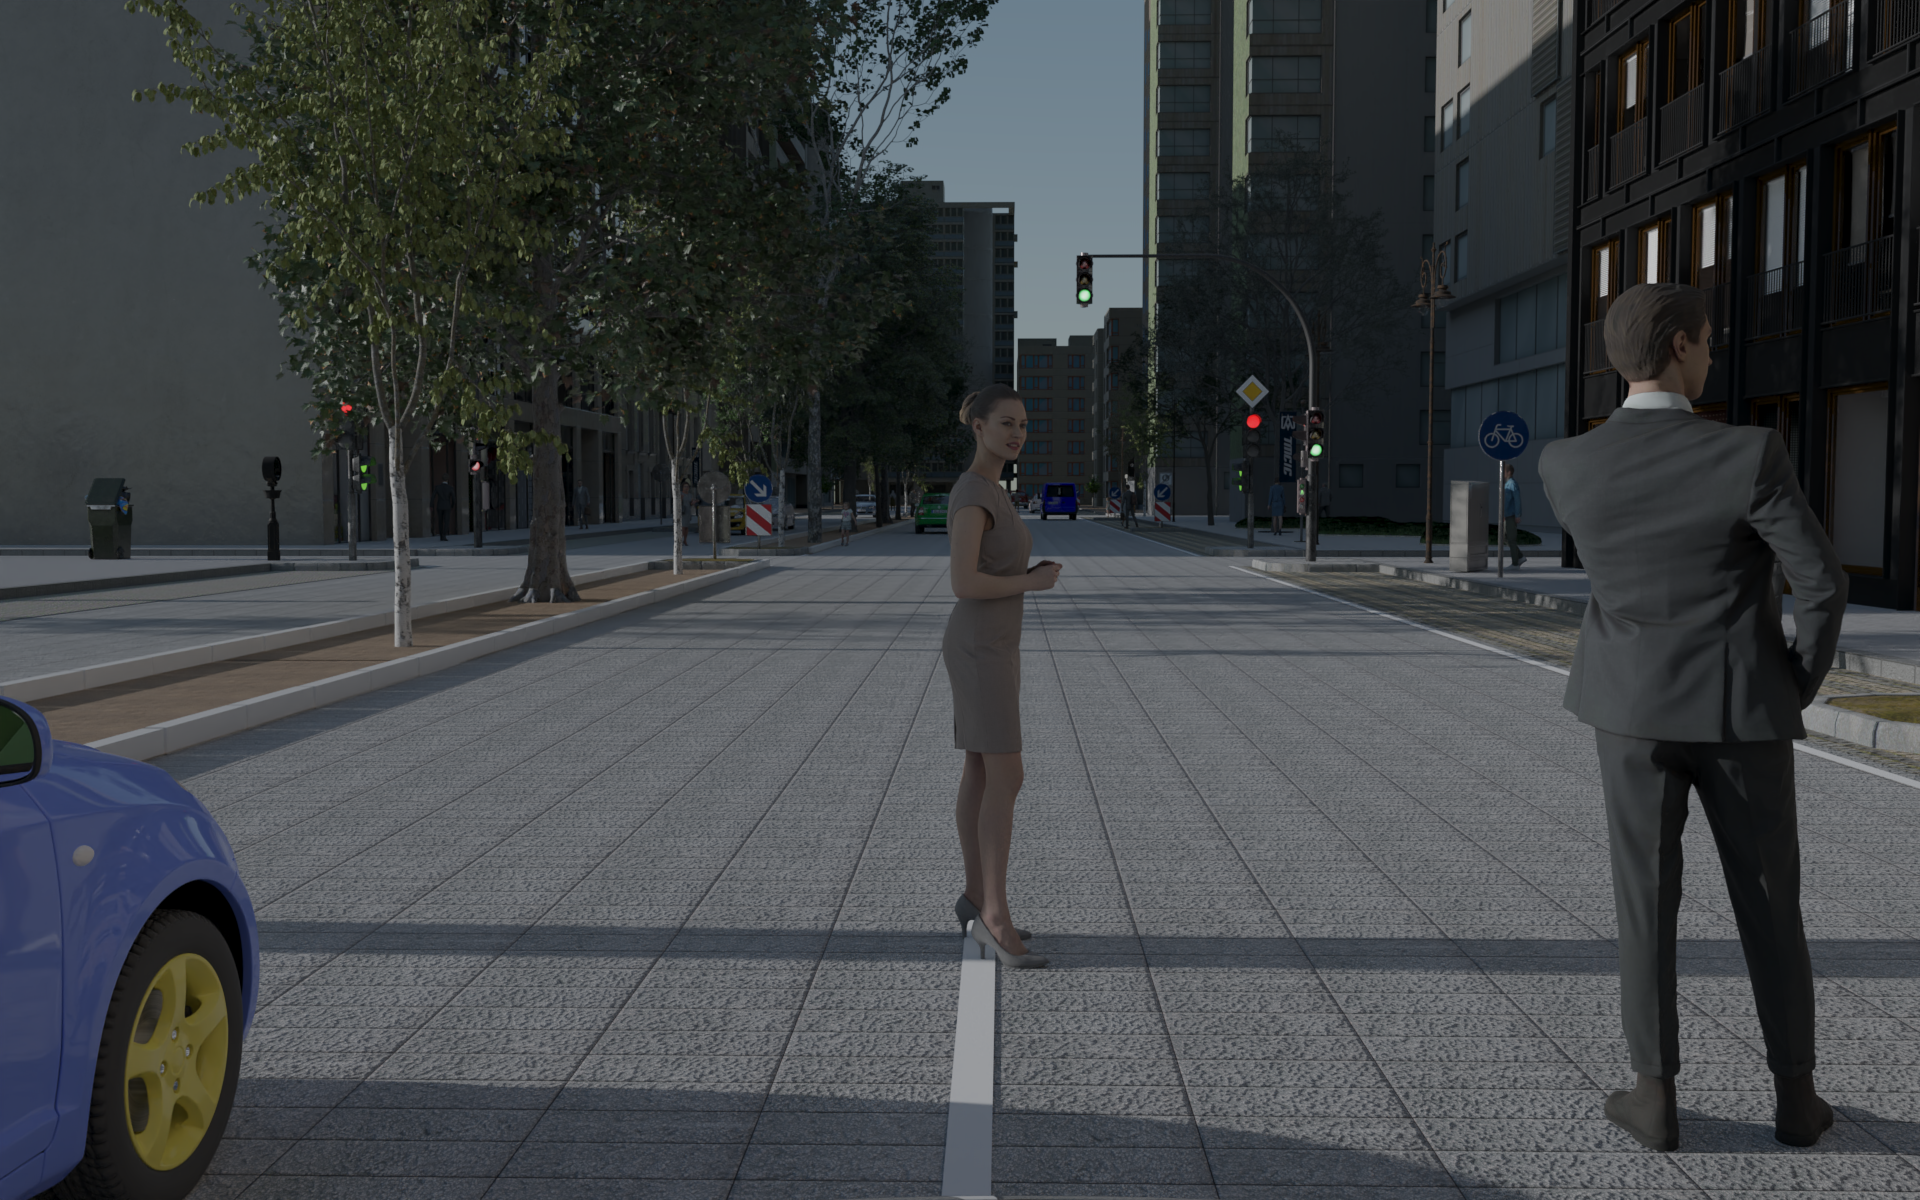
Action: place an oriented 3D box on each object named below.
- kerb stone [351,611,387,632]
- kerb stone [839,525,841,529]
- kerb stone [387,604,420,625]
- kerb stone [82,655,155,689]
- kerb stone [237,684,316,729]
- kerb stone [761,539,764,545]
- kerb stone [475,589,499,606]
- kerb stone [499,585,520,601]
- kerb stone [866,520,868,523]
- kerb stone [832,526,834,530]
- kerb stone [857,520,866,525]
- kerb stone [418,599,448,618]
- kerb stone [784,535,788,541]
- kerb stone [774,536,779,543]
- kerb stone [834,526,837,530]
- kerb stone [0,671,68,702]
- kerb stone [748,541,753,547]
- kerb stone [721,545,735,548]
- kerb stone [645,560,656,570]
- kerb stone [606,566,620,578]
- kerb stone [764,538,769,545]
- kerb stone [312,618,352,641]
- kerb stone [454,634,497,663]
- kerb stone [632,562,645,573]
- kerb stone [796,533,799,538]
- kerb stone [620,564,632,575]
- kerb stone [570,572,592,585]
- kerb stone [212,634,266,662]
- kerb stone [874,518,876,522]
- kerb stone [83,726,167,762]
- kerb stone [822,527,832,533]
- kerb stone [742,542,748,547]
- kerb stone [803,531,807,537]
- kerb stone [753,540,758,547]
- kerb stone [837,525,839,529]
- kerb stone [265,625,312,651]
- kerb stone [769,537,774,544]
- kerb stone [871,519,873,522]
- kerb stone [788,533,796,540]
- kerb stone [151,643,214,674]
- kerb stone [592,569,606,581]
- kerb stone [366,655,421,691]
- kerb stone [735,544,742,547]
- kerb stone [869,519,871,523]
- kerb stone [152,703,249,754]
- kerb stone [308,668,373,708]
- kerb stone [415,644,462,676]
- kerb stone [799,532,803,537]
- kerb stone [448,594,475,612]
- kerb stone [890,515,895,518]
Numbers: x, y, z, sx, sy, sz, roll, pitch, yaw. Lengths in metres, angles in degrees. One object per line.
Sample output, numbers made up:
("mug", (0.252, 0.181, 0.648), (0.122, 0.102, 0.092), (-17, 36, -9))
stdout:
("kerb stone", (-6.299, 0.248, 18.248), (0.120, 0.150, 1.000), (0, 4, 1))
("kerb stone", (-4.998, -2.924, 70.000), (0.120, 0.150, 1.000), (0, 4, 1))
("kerb stone", (-6.269, 0.183, 19.269), (0.120, 0.150, 1.000), (0, 4, 1))
("kerb stone", (-6.423, 0.555, 13.126), (0.120, 0.150, 1.000), (0, 4, 1))
("kerb stone", (-4.381, 0.682, 11.044), (0.120, 0.150, 1.000), (0, 4, 1))
("kerb stone", (-5.564, -1.544, 47.447), (0.120, 0.150, 1.000), (0, 4, 1))
("kerb stone", (-6.190, -0.009, 22.340), (0.120, 0.150, 1.000), (0, 4, 1))
("kerb stone", (-6.173, -0.071, 23.362), (0.120, 0.150, 1.000), (0, 4, 1))
("kerb stone", (-4.654, -3.738, 83.330), (0.120, 0.150, 1.000), (0, 4, 1))
("kerb stone", (-5.066, -2.733, 66.921), (0.120, 0.150, 1.000), (0, 4, 1))
("kerb stone", (-4.686, -3.677, 82.308), (0.120, 0.150, 1.000), (0, 4, 1))
("kerb stone", (-6.246, 0.116, 20.297), (0.120, 0.150, 1.000), (0, 4, 1))
("kerb stone", (-5.436, -1.858, 52.579), (0.120, 0.150, 1.000), (0, 4, 1))
("kerb stone", (-5.475, -1.730, 50.535), (0.120, 0.150, 1.000), (0, 4, 1))
("kerb stone", (-5.042, -2.798, 67.944), (0.120, 0.150, 1.000), (0, 4, 1))
("kerb stone", (-6.451, 0.618, 12.104), (0.120, 0.150, 1.000), (0, 4, 1))
("kerb stone", (-5.615, -1.415, 45.396), (0.120, 0.150, 1.000), (0, 4, 1))
("kerb stone", (-5.688, -1.231, 42.330), (0.120, 0.150, 1.000), (0, 4, 1))
("kerb stone", (-5.937, -0.637, 32.609), (0.120, 0.150, 1.000), (0, 4, 1))
("kerb stone", (-6.014, -0.446, 29.513), (0.120, 0.150, 1.000), (0, 4, 1))
("kerb stone", (-5.538, -1.607, 48.477), (0.120, 0.150, 1.000), (0, 4, 1))
("kerb stone", (-6.317, 0.312, 17.226), (0.120, 0.150, 1.000), (0, 4, 1))
("kerb stone", (-4.279, 0.433, 15.137), (0.120, 0.150, 1.000), (0, 4, 1))
("kerb stone", (-5.961, -0.572, 31.579), (0.120, 0.150, 1.000), (0, 4, 1))
("kerb stone", (-5.365, -2.045, 55.653), (0.120, 0.150, 1.000), (0, 4, 1))
("kerb stone", (-5.990, -0.509, 30.541), (0.120, 0.150, 1.000), (0, 4, 1))
("kerb stone", (-6.063, -0.323, 27.470), (0.120, 0.150, 1.000), (0, 4, 1))
("kerb stone", (-6.375, 0.430, 15.173), (0.120, 0.150, 1.000), (0, 4, 1))
("kerb stone", (-4.524, -4.053, 88.464), (0.120, 0.150, 1.000), (0, 4, 1))
("kerb stone", (-4.438, 0.810, 9.001), (0.120, 0.150, 1.000), (0, 4, 1))
("kerb stone", (-5.090, -2.673, 65.899), (0.120, 0.150, 1.000), (0, 4, 1))
("kerb stone", (-5.643, -1.356, 44.374), (0.120, 0.150, 1.000), (0, 4, 1))
("kerb stone", (-5.303, -2.170, 57.703), (0.120, 0.150, 1.000), (0, 4, 1))
("kerb stone", (-5.583, -1.482, 46.422), (0.120, 0.150, 1.000), (0, 4, 1))
("kerb stone", (-5.017, -2.858, 68.971), (0.120, 0.150, 1.000), (0, 4, 1))
("kerb stone", (-6.345, 0.370, 16.204), (0.120, 0.150, 1.000), (0, 4, 1))
("kerb stone", (-5.508, -1.667, 49.510), (0.120, 0.150, 1.000), (0, 4, 1))
("kerb stone", (-4.578, -3.928, 86.410), (0.120, 0.150, 1.000), (0, 4, 1))
("kerb stone", (-5.388, -1.984, 54.631), (0.120, 0.150, 1.000), (0, 4, 1))
("kerb stone", (-6.405, 0.493, 14.151), (0.120, 0.150, 1.000), (0, 4, 1))
("kerb stone", (-6.047, -0.380, 28.492), (0.120, 0.150, 1.000), (0, 4, 1))
("kerb stone", (-4.324, 0.557, 13.093), (0.120, 0.150, 1.000), (0, 4, 1))
("kerb stone", (-5.666, -1.294, 43.352), (0.120, 0.150, 1.000), (0, 4, 1))
("kerb stone", (-4.608, -3.865, 85.387), (0.120, 0.150, 1.000), (0, 4, 1))
("kerb stone", (-4.407, 0.745, 10.022), (0.120, 0.150, 1.000), (0, 4, 1))
("kerb stone", (-4.352, 0.620, 12.072), (0.120, 0.150, 1.000), (0, 4, 1))
("kerb stone", (-4.293, 0.494, 14.115), (0.120, 0.150, 1.000), (0, 4, 1))
("kerb stone", (-5.326, -2.109, 56.681), (0.120, 0.150, 1.000), (0, 4, 1))
("kerb stone", (-6.213, 0.054, 21.318), (0.120, 0.150, 1.000), (0, 4, 1))
("kerb stone", (-4.063, -5.181, 106.896), (0.120, 0.150, 1.000), (0, 4, 1))
